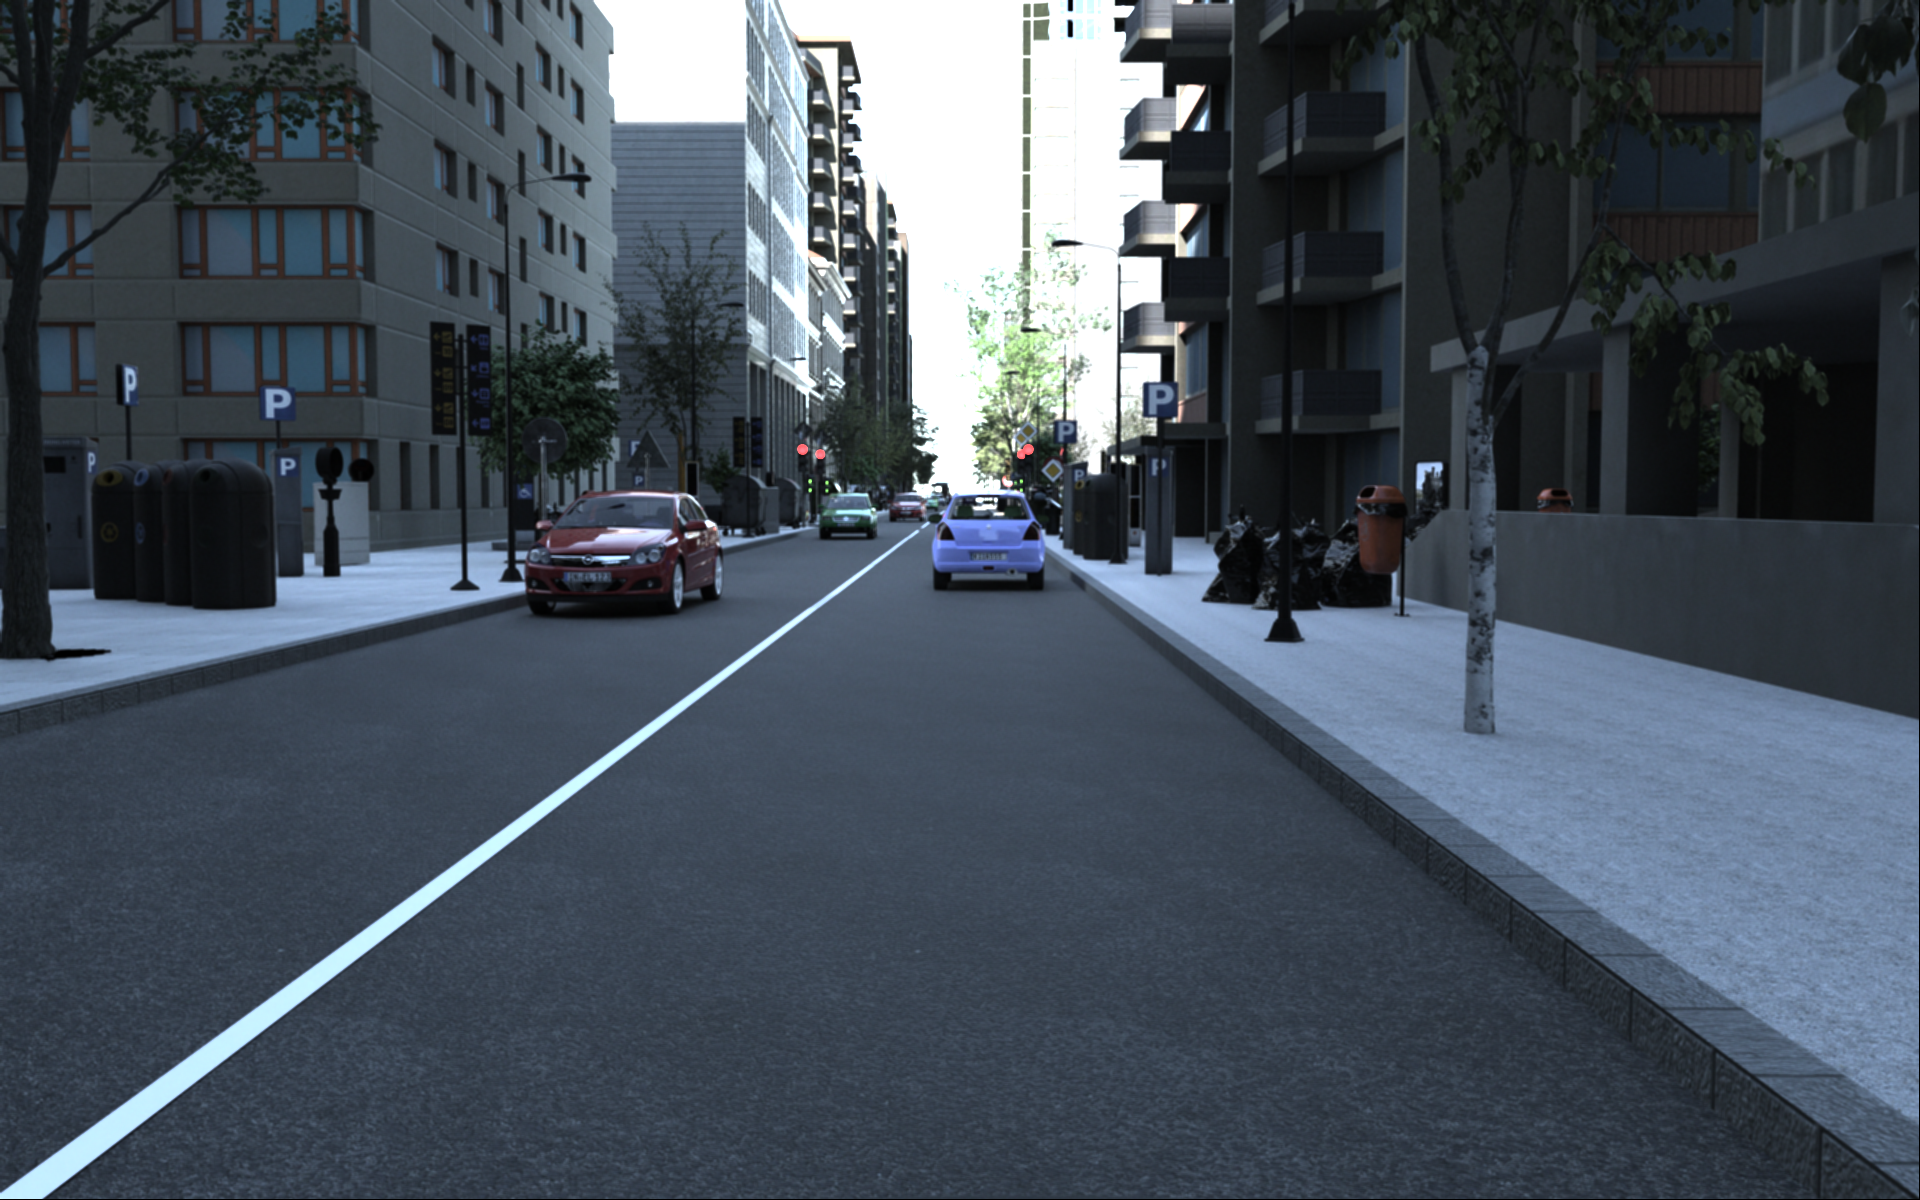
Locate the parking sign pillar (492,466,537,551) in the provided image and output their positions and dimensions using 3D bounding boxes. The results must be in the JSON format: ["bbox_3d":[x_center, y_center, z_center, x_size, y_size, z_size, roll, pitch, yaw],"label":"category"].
[{"bbox_3d":[-10.018,-3.133,39.692,1.447,3.967,1.447,-1,4,-17],"label":"parking sign pillar"}]

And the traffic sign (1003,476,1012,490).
[{"bbox_3d":[3.153,-6.839,111.917,0.768,2.556,0.104,1,4,10],"label":"traffic sign"}]

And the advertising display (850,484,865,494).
[{"bbox_3d":[-6.548,-6.438,110.477,0.974,1.923,0.123,0,4,5],"label":"advertising display"}]

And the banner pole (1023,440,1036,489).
[{"bbox_3d":[3.249,-5.530,80.427,0.863,3.779,0.401,-1,4,-19],"label":"banner pole"}]

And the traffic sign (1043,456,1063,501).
[{"bbox_3d":[3.156,-3.547,58.095,0.768,2.556,0.104,1,4,9],"label":"traffic sign"}]

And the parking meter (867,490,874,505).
[{"bbox_3d":[-5.813,-6.398,113.014,0.372,1.533,0.369,0,3,0],"label":"parking meter"}]

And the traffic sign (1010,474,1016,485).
[{"bbox_3d":[3.132,-5.794,94.840,0.768,2.556,0.104,1,4,9],"label":"traffic sign"}]

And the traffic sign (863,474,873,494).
[{"bbox_3d":[-6.022,-6.827,111.626,0.884,2.594,0.081,0,4,7],"label":"traffic sign"}]

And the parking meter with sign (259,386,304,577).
[{"bbox_3d":[-10.726,-1.911,27.499,0.543,3.016,1.738,-2,4,-27],"label":"parking meter with sign"}]

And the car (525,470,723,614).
[{"bbox_3d":[-4.195,-0.794,22.022,2.155,1.783,4.494,0,4,2],"label":"car"}]

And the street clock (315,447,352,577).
[{"bbox_3d":[-9.777,-1.366,26.903,0.358,2.002,0.471,0,4,6],"label":"street clock"}]

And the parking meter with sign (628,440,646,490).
[{"bbox_3d":[-10.271,-3.608,55.252,0.543,3.016,1.738,-1,4,-12],"label":"parking meter with sign"}]

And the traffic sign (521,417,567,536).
[{"bbox_3d":[-6.915,-1.756,28.815,0.768,2.556,0.104,0,4,2],"label":"traffic sign"}]

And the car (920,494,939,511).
[{"bbox_3d":[-2.712,-8.279,144.160,1.959,1.807,4.718,0,4,0],"label":"car"}]

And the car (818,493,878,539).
[{"bbox_3d":[-3.626,-2.915,56.452,1.959,1.807,4.718,0,4,-1],"label":"car"}]

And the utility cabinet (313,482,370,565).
[{"bbox_3d":[-11.129,-1.375,31.158,0.318,1.500,1.173,1,4,17],"label":"utility cabinet"}]

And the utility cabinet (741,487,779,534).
[{"bbox_3d":[-6.409,-2.870,55.603,1.173,1.500,0.318,-1,4,-21],"label":"utility cabinet"}]

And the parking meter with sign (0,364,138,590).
[{"bbox_3d":[-12.081,-1.660,23.407,1.738,3.016,0.543,0,4,-6],"label":"parking meter with sign"}]

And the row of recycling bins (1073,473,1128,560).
[{"bbox_3d":[2.893,-1.724,35.307,1.069,1.692,3.534,0,3,0],"label":"row of recycling bins"}]

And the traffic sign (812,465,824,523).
[{"bbox_3d":[-6.331,-4.681,76.537,0.884,2.594,0.081,0,4,3],"label":"traffic sign"}]

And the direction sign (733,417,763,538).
[{"bbox_3d":[-6.238,-3.609,51.004,0.876,3.537,0.379,-1,4,-22],"label":"direction sign"}]

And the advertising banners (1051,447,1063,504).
[{"bbox_3d":[3.642,-4.202,64.888,0.090,3.025,2.074,-1,4,-8],"label":"advertising banners"}]

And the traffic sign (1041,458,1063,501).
[{"bbox_3d":[2.997,-3.344,55.861,0.795,2.450,0.064,0,4,3],"label":"traffic sign"}]

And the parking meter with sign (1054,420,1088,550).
[{"bbox_3d":[2.661,-2.690,40.242,0.543,3.016,1.738,-1,4,-11],"label":"parking meter with sign"}]

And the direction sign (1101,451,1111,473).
[{"bbox_3d":[7.645,-6.037,90.707,0.379,3.537,0.876,-2,4,-31],"label":"direction sign"}]

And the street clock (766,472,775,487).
[{"bbox_3d":[-6.183,-3.174,56.470,0.358,2.002,0.471,0,4,3],"label":"street clock"}]

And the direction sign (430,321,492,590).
[{"bbox_3d":[-6.637,-1.903,23.115,0.379,3.537,0.876,3,5,44],"label":"direction sign"}]

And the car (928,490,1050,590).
[{"bbox_3d":[0.454,-1.079,27.239,1.945,1.707,3.694,0,4,1],"label":"car"}]

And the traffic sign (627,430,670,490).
[{"bbox_3d":[-6.351,-2.157,35.267,0.884,2.594,0.081,0,4,2],"label":"traffic sign"}]

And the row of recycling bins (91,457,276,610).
[{"bbox_3d":[-9.205,-0.820,20.520,3.534,1.692,1.069,3,5,42],"label":"row of recycling bins"}]

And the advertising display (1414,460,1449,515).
[{"bbox_3d":[8.945,-1.693,32.895,0.123,1.923,0.974,-1,4,-18],"label":"advertising display"}]

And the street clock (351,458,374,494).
[{"bbox_3d":[-12.180,-1.878,35.271,0.471,2.002,0.358,-2,4,-30],"label":"street clock"}]

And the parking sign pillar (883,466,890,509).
[{"bbox_3d":[-6.181,-9.755,147.965,1.447,3.967,1.447,0,4,-1],"label":"parking sign pillar"}]

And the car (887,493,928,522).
[{"bbox_3d":[-2.748,-5.023,91.174,2.155,1.783,4.494,0,4,1],"label":"car"}]

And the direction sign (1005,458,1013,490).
[{"bbox_3d":[3.265,-7.129,108.548,0.876,3.537,0.379,1,4,8],"label":"direction sign"}]

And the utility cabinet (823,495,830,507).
[{"bbox_3d":[-5.957,-4.086,77.971,0.306,1.237,1.020,0,4,5],"label":"utility cabinet"}]

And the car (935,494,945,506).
[{"bbox_3d":[-2.714,-12.030,208.695,2.014,1.417,4.499,0,4,-1],"label":"car"}]

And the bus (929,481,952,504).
[{"bbox_3d":[-2.664,-15.357,245.949,2.948,3.499,13.247,0,4,2],"label":"bus"}]

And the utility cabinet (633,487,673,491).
[{"bbox_3d":[-9.158,-2.633,51.735,1.173,1.500,0.318,1,4,19],"label":"utility cabinet"}]

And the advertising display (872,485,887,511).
[{"bbox_3d":[-6.047,-7.693,130.991,0.974,1.923,0.123,0,4,6],"label":"advertising display"}]

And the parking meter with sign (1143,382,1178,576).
[{"bbox_3d":[3.223,-1.933,27.864,0.543,3.016,1.738,0,4,7],"label":"parking meter with sign"}]
